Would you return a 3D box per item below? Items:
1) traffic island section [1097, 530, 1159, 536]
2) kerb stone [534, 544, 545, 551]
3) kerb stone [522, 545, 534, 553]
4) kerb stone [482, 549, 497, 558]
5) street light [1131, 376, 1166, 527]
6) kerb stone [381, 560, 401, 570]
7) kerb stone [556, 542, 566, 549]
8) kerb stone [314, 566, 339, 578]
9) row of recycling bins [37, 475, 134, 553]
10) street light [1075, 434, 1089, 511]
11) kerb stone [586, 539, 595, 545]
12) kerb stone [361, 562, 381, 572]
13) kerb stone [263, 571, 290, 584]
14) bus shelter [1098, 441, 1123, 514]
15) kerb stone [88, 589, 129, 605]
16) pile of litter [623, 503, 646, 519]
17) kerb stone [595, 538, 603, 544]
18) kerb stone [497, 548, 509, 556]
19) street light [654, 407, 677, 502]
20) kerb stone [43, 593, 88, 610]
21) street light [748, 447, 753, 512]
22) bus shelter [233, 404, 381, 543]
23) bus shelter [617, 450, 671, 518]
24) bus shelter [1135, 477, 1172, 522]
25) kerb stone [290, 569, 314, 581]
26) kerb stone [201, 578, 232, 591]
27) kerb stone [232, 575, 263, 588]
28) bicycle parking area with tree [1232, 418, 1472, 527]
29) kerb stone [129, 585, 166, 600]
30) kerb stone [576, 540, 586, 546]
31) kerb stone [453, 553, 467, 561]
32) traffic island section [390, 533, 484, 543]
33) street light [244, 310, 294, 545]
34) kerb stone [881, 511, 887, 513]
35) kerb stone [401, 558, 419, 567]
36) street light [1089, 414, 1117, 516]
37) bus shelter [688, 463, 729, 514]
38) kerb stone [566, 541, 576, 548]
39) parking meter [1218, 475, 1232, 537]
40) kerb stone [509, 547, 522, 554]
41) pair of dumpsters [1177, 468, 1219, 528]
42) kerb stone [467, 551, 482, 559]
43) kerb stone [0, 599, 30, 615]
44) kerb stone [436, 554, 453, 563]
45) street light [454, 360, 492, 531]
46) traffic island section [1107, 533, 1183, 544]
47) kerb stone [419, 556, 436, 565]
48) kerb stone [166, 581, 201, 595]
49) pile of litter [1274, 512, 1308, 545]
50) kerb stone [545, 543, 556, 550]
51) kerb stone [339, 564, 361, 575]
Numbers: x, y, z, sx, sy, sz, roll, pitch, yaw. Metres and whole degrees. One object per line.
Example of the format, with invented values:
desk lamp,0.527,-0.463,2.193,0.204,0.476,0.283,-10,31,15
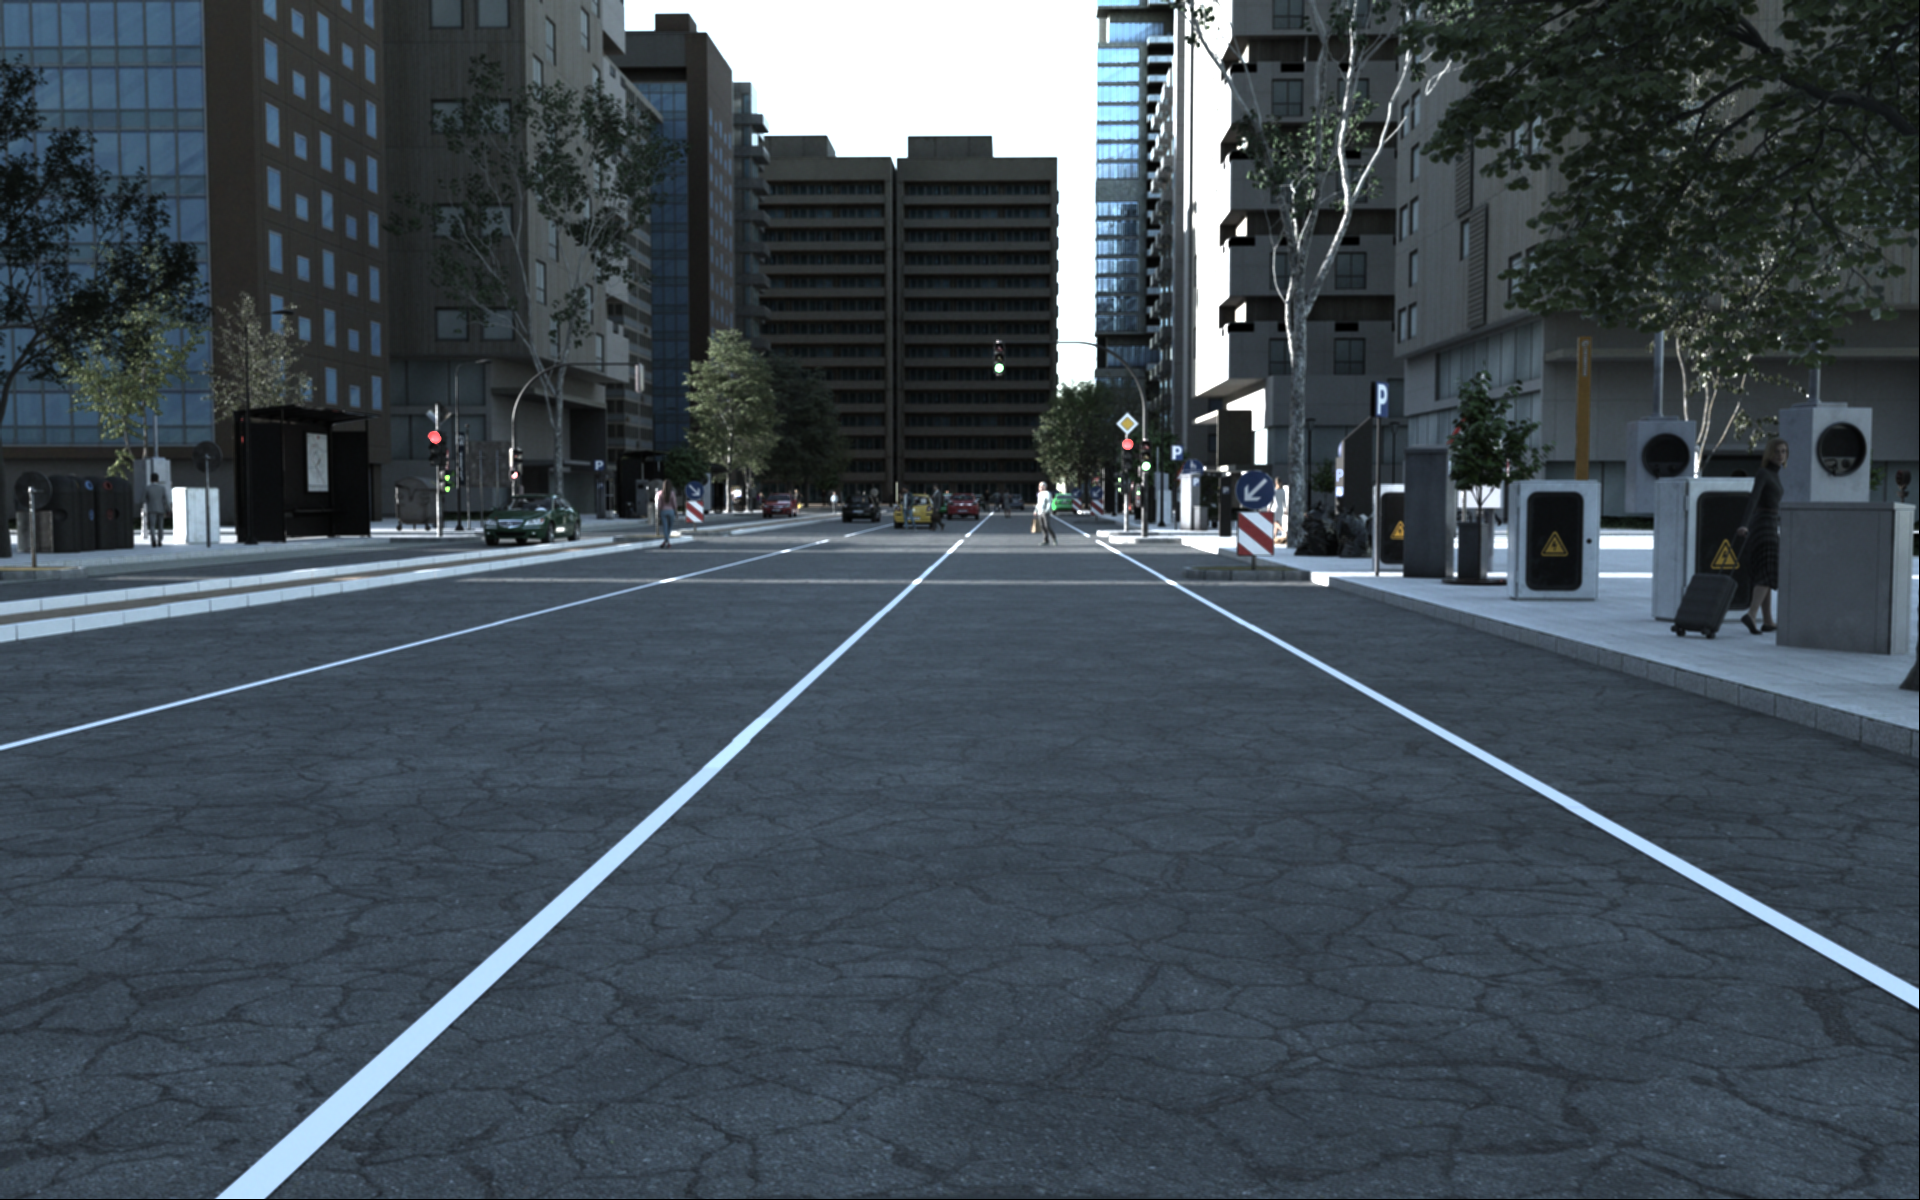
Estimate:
traffic island section,5.762,-2.284,59.626,2.009,0.180,2.903,0,4,2
kerb stone,-10.607,-1.284,43.206,0.120,0.150,1.000,0,4,2
kerb stone,-10.635,-1.222,42.178,0.120,0.150,1.000,0,4,2
kerb stone,-10.726,-1.029,39.091,0.120,0.150,1.000,0,4,2
street light,7.414,-5.846,68.122,1.470,5.913,1.316,0,4,2
kerb stone,-10.925,-0.657,32.939,0.120,0.150,1.000,0,4,2
kerb stone,-10.548,-1.410,45.249,0.120,0.150,1.000,0,4,2
kerb stone,-11.018,-0.469,29.871,0.120,0.150,1.000,0,4,2
row of recycling bins,-19.837,-1.965,39.249,1.069,1.692,3.534,0,4,-2
street light,9.557,-9.866,133.843,1.470,5.913,1.316,0,4,2
kerb stone,-10.445,-1.599,48.332,0.120,0.150,1.000,0,4,2
kerb stone,-10.959,-0.592,31.918,0.120,0.150,1.000,0,4,2
kerb stone,-11.074,-0.340,27.811,0.120,0.150,1.000,0,4,2
bus shelter,10.290,-8.430,115.466,2.179,5.291,8.768,0,4,2
kerb stone,-11.234,-0.030,22.687,0.120,0.150,1.000,0,4,2
pile of litter,-16.919,-4.654,90.056,1.176,0.858,1.719,-1,4,-17
kerb stone,-10.419,-1.662,49.364,0.120,0.150,1.000,0,4,2
kerb stone,-10.702,-1.096,40.122,0.120,0.150,1.000,0,4,2
street light,-15.852,-7.364,92.943,1.470,5.913,1.316,0,4,2
kerb stone,-11.265,0.032,21.665,0.120,0.150,1.000,0,4,2
street light,-14.774,-9.423,126.605,1.470,5.913,1.316,0,4,2
bus shelter,-18.142,-3.496,48.444,1.731,3.624,6.357,0,4,2
bus shelter,-17.390,-6.370,95.435,1.731,3.624,6.357,0,4,2
bus shelter,9.021,-5.561,82.206,1.731,3.624,6.357,0,4,2
kerb stone,-11.060,-0.406,28.840,0.120,0.150,1.000,0,4,2
kerb stone,-11.149,-0.219,25.768,0.120,0.150,1.000,0,4,2
kerb stone,-11.105,-0.281,26.789,0.120,0.150,1.000,0,4,2
bicycle parking area with tree,15.377,-4.916,67.384,8.231,4.147,9.016,-2,4,-26
kerb stone,-11.208,-0.093,23.714,0.120,0.150,1.000,0,4,2
kerb stone,-10.482,-1.536,47.305,0.120,0.150,1.000,0,4,2
kerb stone,-10.805,-0.905,37.035,0.120,0.150,1.000,0,4,2
traffic island section,-15.715,-1.836,52.300,2.009,0.180,2.903,0,4,2
street light,-17.459,-4.358,43.790,1.470,5.913,1.316,0,4,2
kerb stone,-5.742,-6.766,132.818,0.120,0.150,1.000,0,4,2
kerb stone,-10.888,-0.714,33.965,0.120,0.150,1.000,0,4,2
street light,8.462,-7.856,100.983,1.470,5.913,1.316,0,4,2
bus shelter,-16.295,-7.188,111.441,2.014,3.302,5.546,0,4,2
kerb stone,-10.512,-1.473,46.274,0.120,0.150,1.000,0,4,2
parking meter,7.965,-2.839,52.125,0.399,1.863,0.255,0,4,1
kerb stone,-10.667,-1.151,41.149,0.120,0.150,1.000,0,4,2
pair of dumpsters,9.171,-3.854,65.514,1.574,2.255,4.437,0,4,2
kerb stone,-10.768,-0.970,38.061,0.120,0.150,1.000,0,4,2
kerb stone,-11.298,0.095,20.640,0.120,0.150,1.000,0,4,2
kerb stone,-10.826,-0.845,36.013,0.120,0.150,1.000,0,4,2
street light,-16.879,-5.354,60.081,1.470,5.913,1.316,0,4,2
traffic island section,5.516,-1.796,51.645,2.009,0.180,2.903,0,4,2
kerb stone,-10.860,-0.783,34.991,0.120,0.150,1.000,0,4,2
kerb stone,-11.181,-0.151,24.747,0.120,0.150,1.000,0,4,2
pile of litter,8.468,-1.855,44.296,1.176,0.858,1.719,1,4,8
kerb stone,-10.580,-1.348,44.228,0.120,0.150,1.000,0,4,2
kerb stone,-10.988,-0.532,30.896,0.120,0.150,1.000,0,4,2
